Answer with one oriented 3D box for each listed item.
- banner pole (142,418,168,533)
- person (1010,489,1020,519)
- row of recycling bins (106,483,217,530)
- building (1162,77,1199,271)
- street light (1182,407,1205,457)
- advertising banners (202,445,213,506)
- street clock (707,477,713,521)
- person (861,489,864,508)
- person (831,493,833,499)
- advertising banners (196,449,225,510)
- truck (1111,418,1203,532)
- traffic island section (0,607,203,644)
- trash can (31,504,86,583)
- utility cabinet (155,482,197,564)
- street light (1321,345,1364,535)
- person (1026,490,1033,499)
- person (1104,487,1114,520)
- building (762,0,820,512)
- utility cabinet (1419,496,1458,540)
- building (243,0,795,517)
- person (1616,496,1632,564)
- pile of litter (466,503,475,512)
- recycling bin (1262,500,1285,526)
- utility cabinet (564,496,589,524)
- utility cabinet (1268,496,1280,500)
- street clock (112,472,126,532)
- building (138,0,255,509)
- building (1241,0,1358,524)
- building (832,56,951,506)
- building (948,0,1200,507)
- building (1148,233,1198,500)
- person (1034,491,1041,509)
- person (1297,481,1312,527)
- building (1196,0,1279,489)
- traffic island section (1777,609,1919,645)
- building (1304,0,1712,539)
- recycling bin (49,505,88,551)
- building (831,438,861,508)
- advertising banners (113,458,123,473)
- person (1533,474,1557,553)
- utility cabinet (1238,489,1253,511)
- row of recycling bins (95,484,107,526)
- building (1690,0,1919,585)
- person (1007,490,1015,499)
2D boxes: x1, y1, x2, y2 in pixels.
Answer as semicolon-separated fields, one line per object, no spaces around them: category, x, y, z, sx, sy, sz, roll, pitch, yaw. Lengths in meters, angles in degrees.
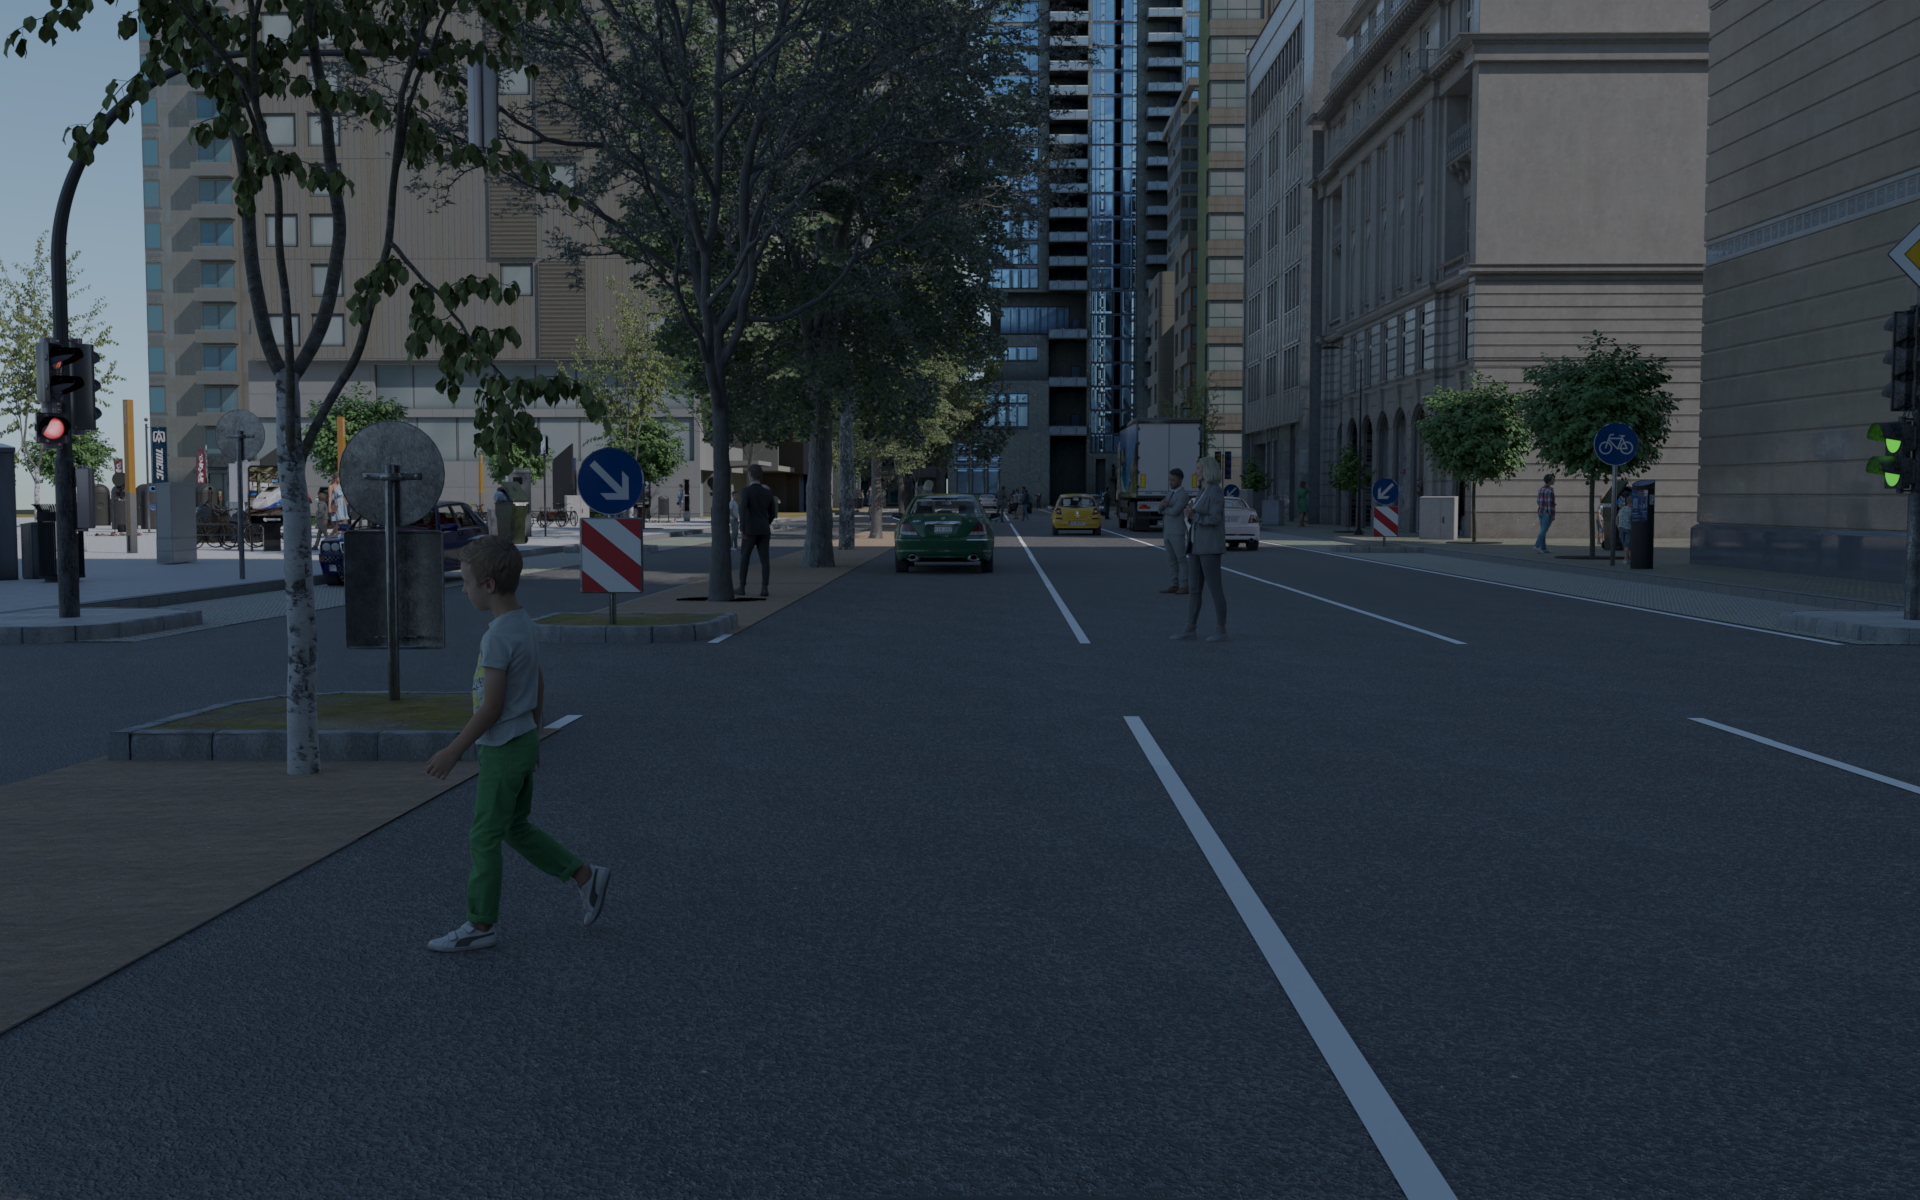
banner pole;-26.492;-4.097;57.002;0.863;3.779;0.401;-3;5;-40
person;3.130;-5.477;98.834;0.721;1.735;1.217;-1;4;-22
row of recycling bins;-29.138;-3.445;63.445;3.534;1.692;1.069;-2;4;-31
building;31.438;-28.333;155.127;32.217;40.220;23.993;0;4;1
street light;12.536;-7.348;92.681;1.470;5.913;1.316;0;4;1
advertising banners;-26.412;-3.959;60.921;0.090;3.025;2.074;-2;4;-27
street clock;-10.303;-4.148;72.390;0.471;2.002;0.358;1;4;20
person;-8.793;-9.205;157.266;0.721;1.735;1.217;0;4;-5
person;-9.708;-7.375;127.303;0.721;1.739;1.217;-3;5;-42
advertising banners;-29.739;-4.440;68.775;0.090;3.025;2.074;0;4;3
truck;7.780;-4.916;69.290;2.839;4.237;11.283;0;4;1
traffic island section;-9.294;0.259;18.041;2.009;0.180;2.903;0;4;1
trash can;-13.122;-0.834;25.283;0.748;1.137;0.748;0;3;0
utility cabinet;-14.497;-1.427;32.013;0.318;1.500;1.173;0;4;-4
street light;11.985;-4.997;54.243;1.470;5.913;1.316;0;4;1
person;6.457;-9.719;167.374;1.348;1.831;0.705;2;4;29
person;8.352;-5.452;97.657;0.705;1.821;1.348;-1;4;-17
building;-17.739;-29.194;127.428;14.600;45.320;14.200;0;4;1
utility cabinet;13.494;-2.305;48.852;1.020;1.237;0.306;3;4;36
building;-25.178;-31.635;106.464;28.713;52.752;27.495;0;4;1
person;12.235;-1.288;31.789;0.352;1.250;0.332;0;4;0
pile of litter;-24.072;-4.298;84.238;1.719;0.858;1.176;-1;4;-18
recycling bin;12.730;-3.537;70.386;0.722;1.027;0.722;2;4;31
utility cabinet;-16.709;-3.940;75.578;1.020;1.237;0.306;-2;4;-31
utility cabinet;13.460;-3.866;74.375;0.306;1.237;1.020;1;4;23
street clock;-28.092;-3.267;57.991;0.471;2.002;0.358;0;4;7
building;-56.131;-32.842;156.572;30.456;49.044;23.786;0;4;1
building;20.964;-16.182;82.598;12.078;24.808;19.932;0;4;1
building;-11.868;-34.528;188.230;21.600;48.544;21.300;0;4;1
building;14.429;-53.454;186.637;31.000;86.520;22.319;0;4;1
building;29.152;-17.367;128.983;27.650;21.520;28.899;0;4;1
person;7.421;-9.546;165.372;0.742;1.727;0.445;-2;4;-25
person;13.356;-3.747;67.548;0.529;1.795;0.600;-3;5;-43
building;21.561;-25.900;107.065;14.154;41.232;14.086;0;4;1
traffic island section;9.744;0.281;17.687;2.009;0.180;2.903;0;4;1
building;20.803;-13.390;60.732;13.314;21.916;24.055;0;4;1
recycling bin;-20.045;-1.615;38.960;0.722;1.027;0.722;-2;4;-25
building;-25.399;-51.541;155.373;31.000;86.520;22.319;0;4;1
advertising banners;-40.494;-5.419;84.795;2.074;3.025;0.090;1;4;10
person;12.682;-1.877;37.574;0.643;1.720;0.563;0;4;-7
utility cabinet;12.517;-4.145;76.450;0.318;1.500;1.173;-1;4;-19
row of recycling bins;-33.536;-3.871;70.400;3.534;1.692;1.069;0;4;-7
building;23.128;-14.599;24.590;20.117;28.700;13.634;0;4;1
person;4.576;-8.464;146.898;1.348;1.822;0.705;1;4;23
